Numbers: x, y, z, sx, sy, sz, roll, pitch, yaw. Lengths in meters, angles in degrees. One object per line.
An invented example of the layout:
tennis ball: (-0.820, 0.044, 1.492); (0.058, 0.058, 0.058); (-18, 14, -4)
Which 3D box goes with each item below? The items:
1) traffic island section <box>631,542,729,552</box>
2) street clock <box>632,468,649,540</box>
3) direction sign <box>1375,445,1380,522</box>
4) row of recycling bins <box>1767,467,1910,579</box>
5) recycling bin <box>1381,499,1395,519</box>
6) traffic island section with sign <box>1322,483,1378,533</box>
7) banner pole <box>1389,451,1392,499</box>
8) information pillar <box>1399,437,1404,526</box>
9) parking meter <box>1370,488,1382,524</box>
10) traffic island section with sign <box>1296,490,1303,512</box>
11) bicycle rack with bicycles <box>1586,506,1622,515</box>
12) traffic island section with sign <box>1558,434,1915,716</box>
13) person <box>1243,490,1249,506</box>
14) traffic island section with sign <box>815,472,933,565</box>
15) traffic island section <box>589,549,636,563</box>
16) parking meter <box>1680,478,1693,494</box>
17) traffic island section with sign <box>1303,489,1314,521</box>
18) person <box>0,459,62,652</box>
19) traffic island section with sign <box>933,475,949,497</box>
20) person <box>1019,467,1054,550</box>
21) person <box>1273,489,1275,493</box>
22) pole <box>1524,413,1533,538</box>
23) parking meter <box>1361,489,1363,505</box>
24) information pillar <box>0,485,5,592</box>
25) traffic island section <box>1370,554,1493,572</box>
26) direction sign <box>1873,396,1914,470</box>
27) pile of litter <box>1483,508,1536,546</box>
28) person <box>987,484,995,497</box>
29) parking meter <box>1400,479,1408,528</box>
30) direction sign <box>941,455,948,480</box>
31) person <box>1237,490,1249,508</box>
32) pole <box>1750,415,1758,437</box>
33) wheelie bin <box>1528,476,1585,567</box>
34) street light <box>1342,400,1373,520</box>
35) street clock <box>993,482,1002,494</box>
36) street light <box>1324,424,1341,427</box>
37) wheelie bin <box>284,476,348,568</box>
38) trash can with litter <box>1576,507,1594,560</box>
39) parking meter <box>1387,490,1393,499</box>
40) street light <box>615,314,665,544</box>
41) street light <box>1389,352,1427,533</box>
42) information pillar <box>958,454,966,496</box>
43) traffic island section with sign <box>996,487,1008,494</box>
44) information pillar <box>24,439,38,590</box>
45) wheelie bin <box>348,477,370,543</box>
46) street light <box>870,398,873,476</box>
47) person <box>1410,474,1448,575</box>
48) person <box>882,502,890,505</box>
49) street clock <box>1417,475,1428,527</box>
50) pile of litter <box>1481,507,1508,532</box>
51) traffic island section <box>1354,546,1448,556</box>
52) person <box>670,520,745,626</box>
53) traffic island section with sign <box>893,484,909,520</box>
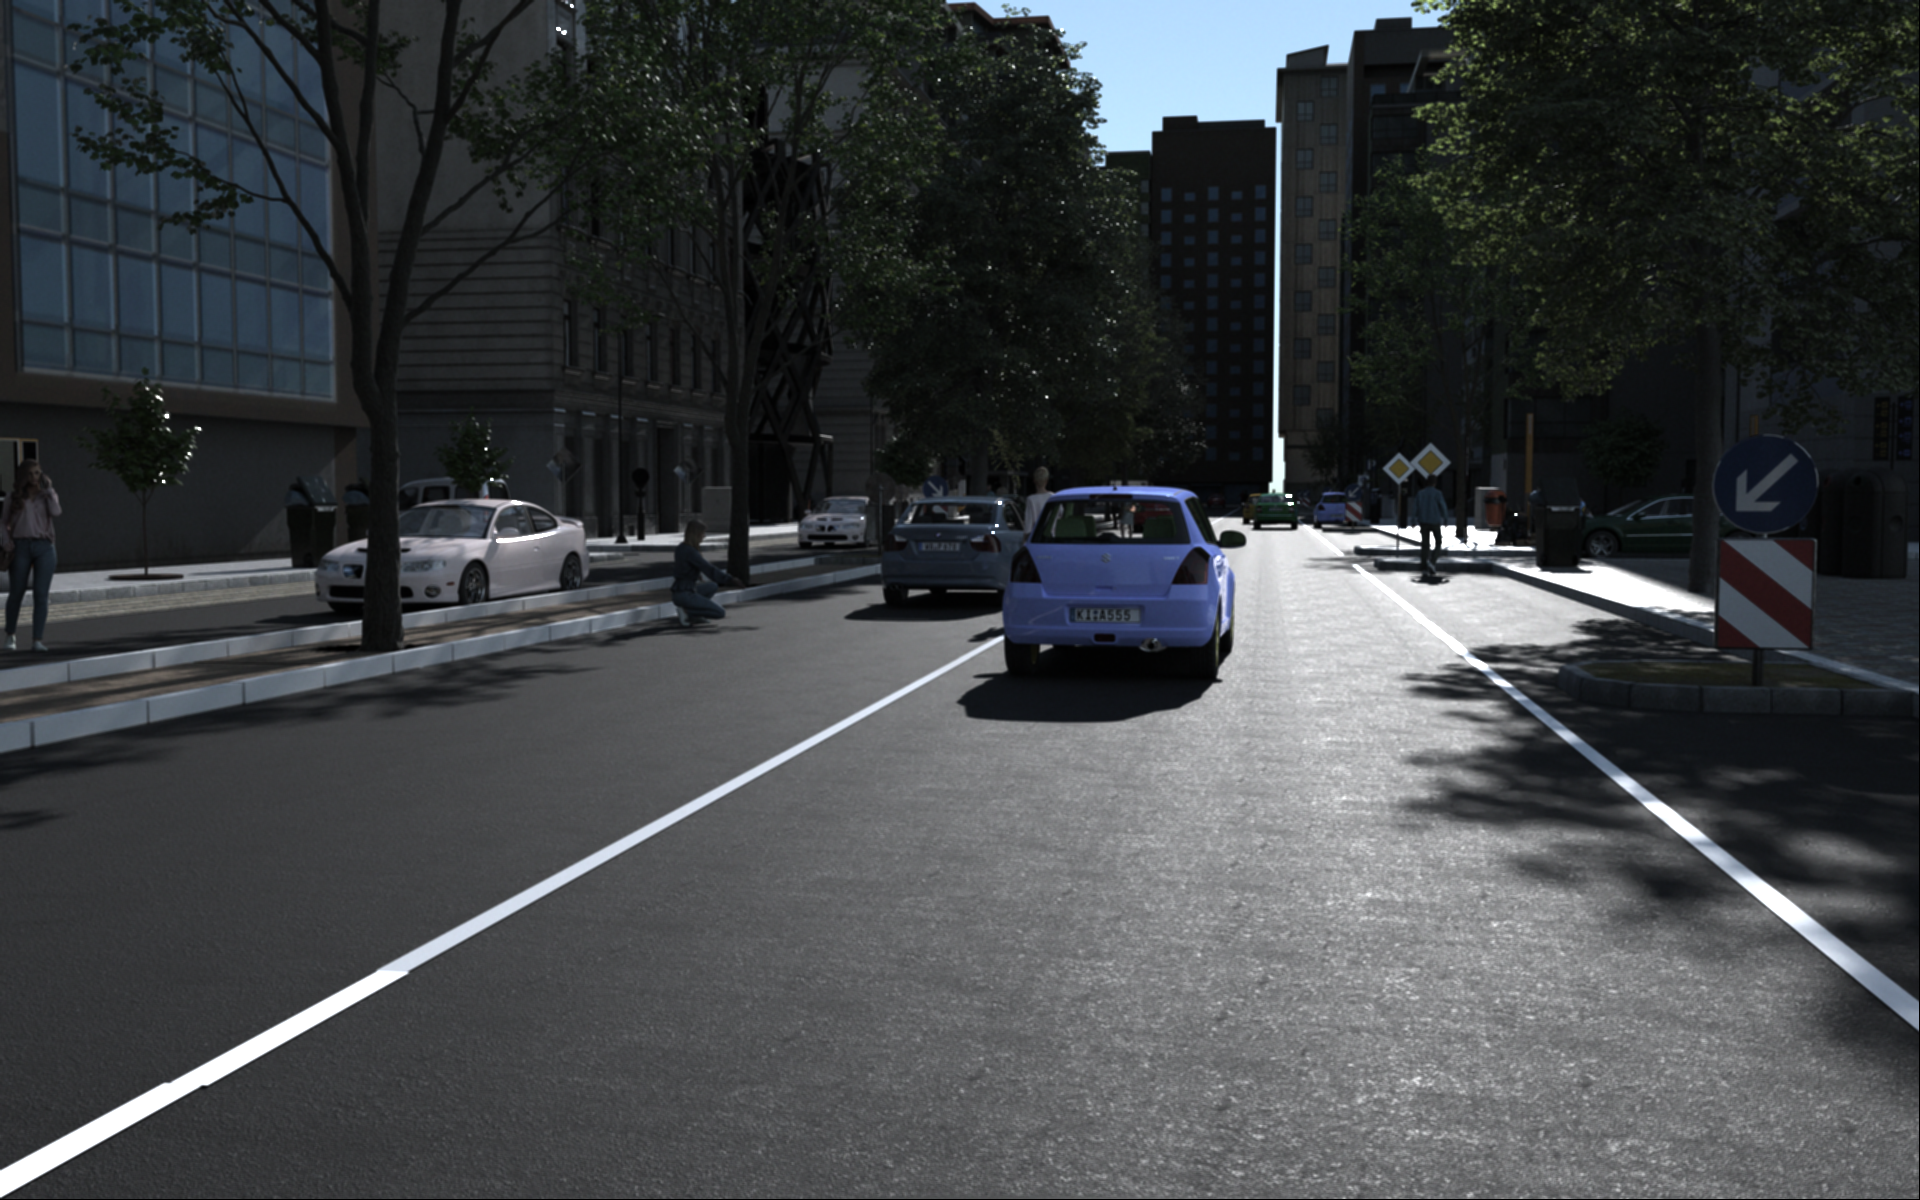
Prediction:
traffic island section: (-6.990, -1.357, 44.463); (2.009, 0.180, 2.903); (1, 4, 10)
street clock: (-8.876, -2.665, 48.149); (0.471, 2.002, 0.358); (-1, 4, -14)
direction sign: (19.103, -5.351, 79.484); (0.379, 3.537, 0.876); (1, 4, 12)
row of recycling bins: (14.064, -1.266, 27.807); (1.069, 1.692, 3.534); (0, 4, 2)
recycling bin: (22.499, -4.810, 91.200); (0.722, 1.027, 0.722); (1, 4, 23)
traffic island section with sign: (14.762, -3.485, 65.613); (1.989, 1.847, 2.006); (1, 4, 10)
banner pole: (25.323, -6.845, 101.928); (0.401, 3.779, 0.863); (1, 4, 22)
information pillar: (17.955, -4.841, 70.507); (0.183, 3.616, 0.504); (2, 4, 29)
parking meter: (17.995, -4.078, 75.087); (0.372, 1.533, 0.369); (0, 3, 0)
traffic island section with sign: (28.173, -8.133, 141.598); (1.989, 1.847, 2.006); (1, 4, 10)
bicycle rack with bicycles: (19.029, -2.356, 51.902); (2.925, 0.926, 2.852); (0, 4, -4)
traffic island section with sign: (5.363, -0.223, 12.270); (1.989, 1.847, 2.006); (1, 4, 10)
person: (25.226, -8.807, 152.516); (0.705, 1.821, 1.348); (-2, 4, -24)
traffic island section with sign: (-1.779, -1.684, 35.677); (2.006, 1.907, 1.989); (1, 4, 10)
traffic island section: (-8.378, -0.876, 36.599); (2.009, 0.180, 2.903); (1, 4, 10)
parking meter: (26.054, -3.452, 62.145); (0.255, 1.863, 0.399); (0, 4, -8)
traffic island section with sign: (19.504, -5.125, 92.421); (1.989, 1.847, 2.006); (1, 4, 10)
person: (-8.566, -0.415, 15.872); (0.593, 1.750, 0.643); (-2, 4, -30)
traffic island section with sign: (-0.483, -2.131, 42.971); (2.006, 1.907, 1.989); (1, 4, 10)
person: (1.114, -0.655, 19.884); (0.731, 1.740, 0.598); (-3, 5, -42)
person: (25.083, -7.937, 138.357); (1.348, 1.812, 0.705); (-1, 4, -23)
pole: (14.385, -3.057, 43.829); (0.158, 3.312, 0.155); (0, 3, 0)
parking meter: (21.762, -5.181, 93.115); (0.372, 1.533, 0.369); (0, 3, 0)
information pillar: (-12.506, -1.115, 22.729); (0.304, 2.012, 0.304); (-3, 5, -41)
traffic island section: (9.094, -0.688, 33.523); (2.009, 0.180, 2.903); (1, 4, 10)
direction sign: (21.636, -2.949, 40.216); (0.379, 3.537, 0.876); (-3, 4, -36)
pile of litter: (13.969, -1.766, 42.839); (1.719, 0.858, 1.176); (1, 4, 11)
person: (1.213, -3.700, 68.861); (0.748, 1.841, 0.638); (-2, 4, -33)
parking meter: (16.914, -3.686, 65.970); (0.255, 1.863, 0.399); (1, 4, 13)
direction sign: (-0.892, -6.462, 97.649); (0.379, 3.537, 0.876); (-2, 4, -24)
person: (29.637, -10.585, 181.502); (1.348, 1.831, 0.705); (0, 4, -5)
pole: (20.521, -3.119, 44.843); (0.158, 3.312, 0.155); (0, 3, 0)
wheelie bin: (10.564, -1.399, 30.778); (0.980, 1.594, 0.693); (0, 4, 0)
street light: (19.863, -6.936, 85.937); (1.470, 5.913, 1.316); (1, 4, 10)
street clock: (2.307, -6.227, 106.387); (0.471, 2.002, 0.358); (-1, 4, -12)
street light: (24.888, -8.716, 115.045); (1.470, 5.913, 1.316); (1, 4, 10)
wheelie bin: (-11.385, -1.371, 30.325); (0.693, 1.594, 0.980); (1, 4, 19)
trash can with litter: (11.690, -1.353, 33.513); (1.055, 1.170, 0.624); (-2, 4, -34)
parking meter: (27.486, -6.253, 110.644); (0.372, 1.533, 0.369); (0, 3, 0)
street light: (-8.281, -4.420, 44.801); (1.470, 5.913, 1.316); (1, 4, 10)
street light: (14.690, -5.155, 56.830); (1.470, 5.913, 1.316); (1, 4, 10)
information pillar: (0.106, -6.636, 99.855); (0.504, 3.616, 0.183); (2, 4, 34)
traffic island section with sign: (2.306, -5.294, 95.186); (1.989, 1.847, 2.006); (1, 4, 10)
information pillar: (-12.585, -1.147, 23.252); (0.304, 2.012, 0.304); (1, 4, 14)
wheelie bin: (-10.992, -1.471, 31.959); (0.693, 1.594, 0.980); (-1, 4, -10)
street light: (-3.251, -6.199, 73.899); (1.470, 5.913, 1.316); (1, 4, 10)
person: (8.245, -1.320, 30.418); (0.601, 1.785, 0.444); (2, 4, 32)
person: (-2.456, -2.754, 54.539); (0.512, 1.701, 0.522); (0, 4, -8)
street clock: (17.767, -3.782, 66.413); (0.358, 2.002, 0.471); (-2, 4, -24)
pile of litter: (18.392, -2.719, 58.417); (1.719, 0.858, 1.176); (2, 4, 25)
traffic island section: (10.481, -1.169, 41.387); (2.009, 0.180, 2.903); (1, 4, 10)
person: (-2.856, -0.313, 19.120); (0.738, 1.151, 1.012); (-1, 4, -21)
traffic island section with sign: (-2.388, -3.670, 68.637); (1.989, 1.847, 2.006); (1, 4, 10)
